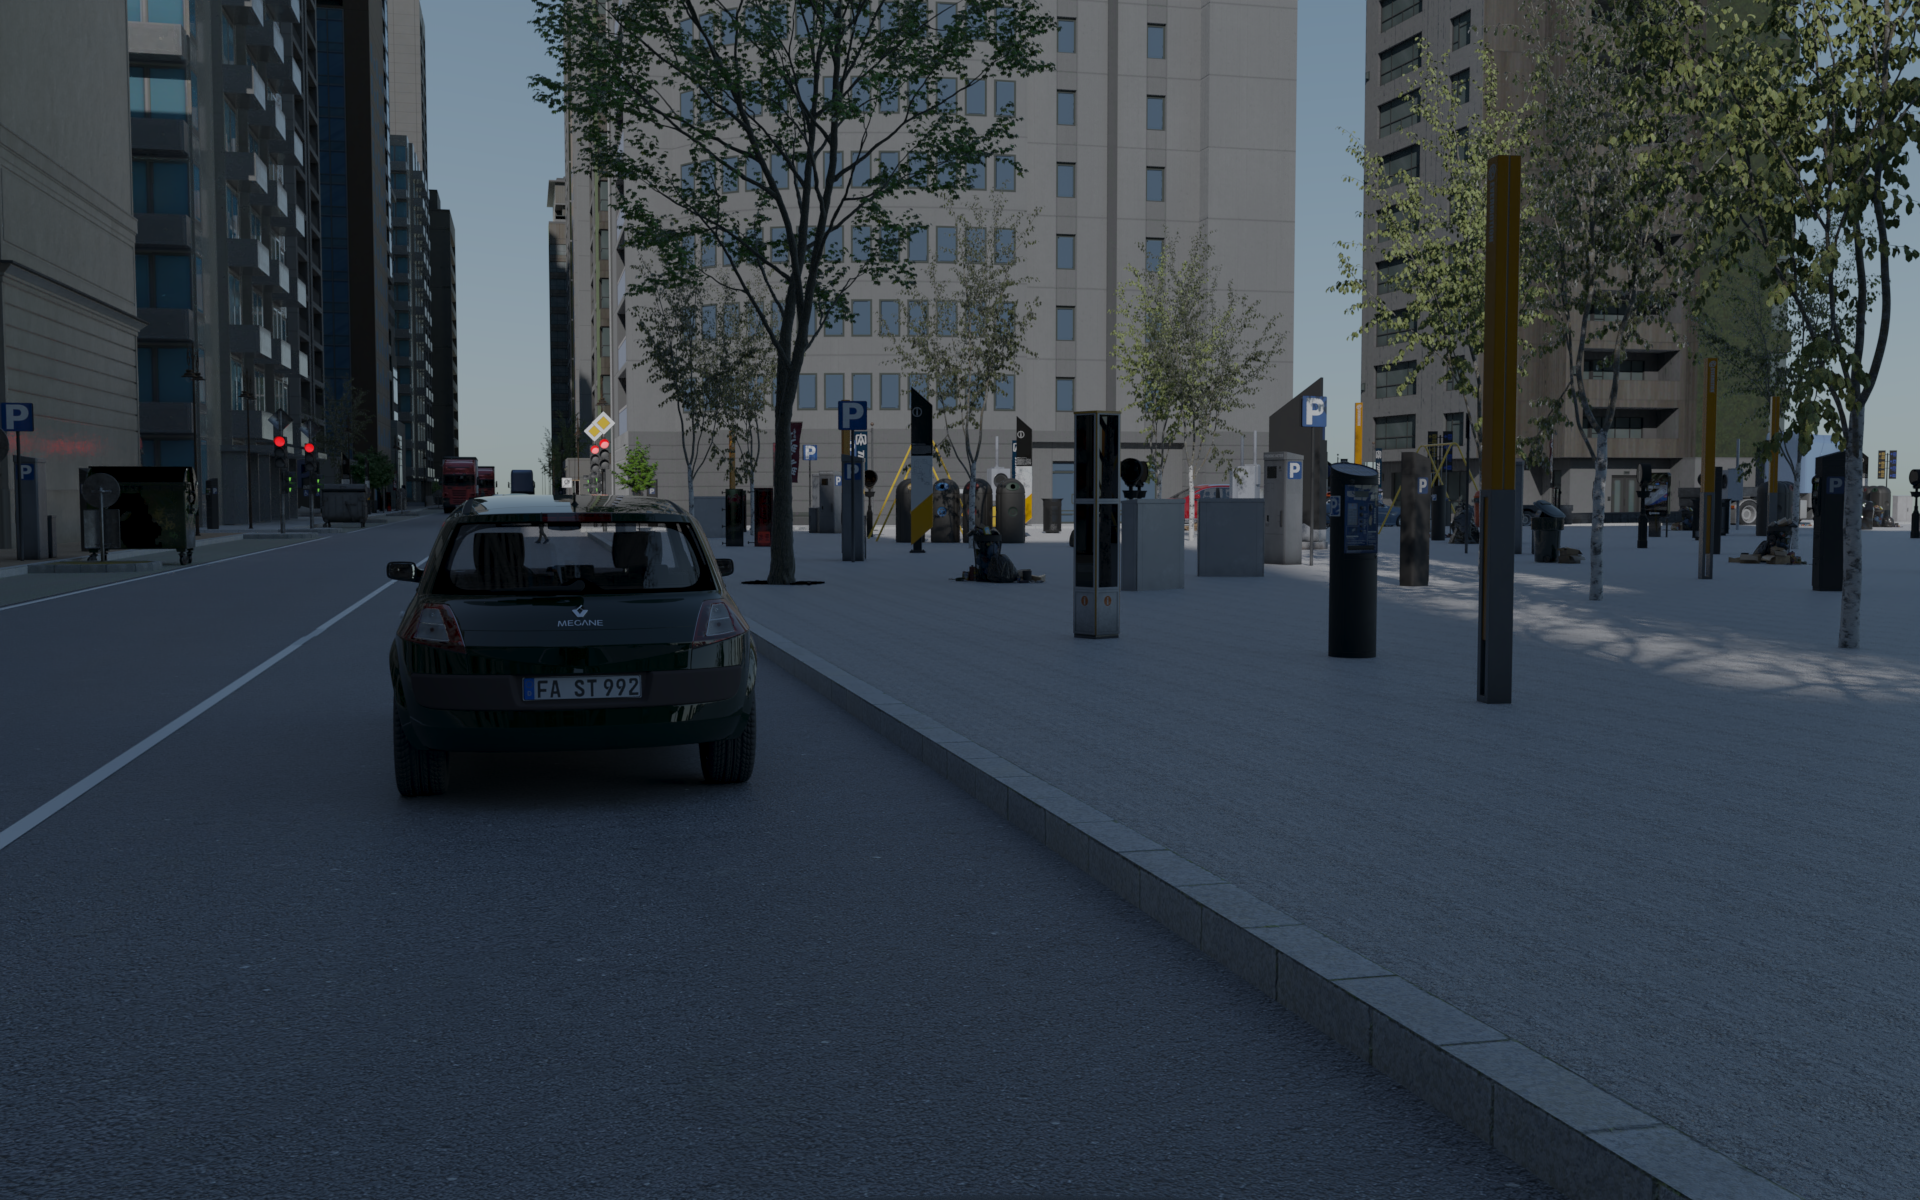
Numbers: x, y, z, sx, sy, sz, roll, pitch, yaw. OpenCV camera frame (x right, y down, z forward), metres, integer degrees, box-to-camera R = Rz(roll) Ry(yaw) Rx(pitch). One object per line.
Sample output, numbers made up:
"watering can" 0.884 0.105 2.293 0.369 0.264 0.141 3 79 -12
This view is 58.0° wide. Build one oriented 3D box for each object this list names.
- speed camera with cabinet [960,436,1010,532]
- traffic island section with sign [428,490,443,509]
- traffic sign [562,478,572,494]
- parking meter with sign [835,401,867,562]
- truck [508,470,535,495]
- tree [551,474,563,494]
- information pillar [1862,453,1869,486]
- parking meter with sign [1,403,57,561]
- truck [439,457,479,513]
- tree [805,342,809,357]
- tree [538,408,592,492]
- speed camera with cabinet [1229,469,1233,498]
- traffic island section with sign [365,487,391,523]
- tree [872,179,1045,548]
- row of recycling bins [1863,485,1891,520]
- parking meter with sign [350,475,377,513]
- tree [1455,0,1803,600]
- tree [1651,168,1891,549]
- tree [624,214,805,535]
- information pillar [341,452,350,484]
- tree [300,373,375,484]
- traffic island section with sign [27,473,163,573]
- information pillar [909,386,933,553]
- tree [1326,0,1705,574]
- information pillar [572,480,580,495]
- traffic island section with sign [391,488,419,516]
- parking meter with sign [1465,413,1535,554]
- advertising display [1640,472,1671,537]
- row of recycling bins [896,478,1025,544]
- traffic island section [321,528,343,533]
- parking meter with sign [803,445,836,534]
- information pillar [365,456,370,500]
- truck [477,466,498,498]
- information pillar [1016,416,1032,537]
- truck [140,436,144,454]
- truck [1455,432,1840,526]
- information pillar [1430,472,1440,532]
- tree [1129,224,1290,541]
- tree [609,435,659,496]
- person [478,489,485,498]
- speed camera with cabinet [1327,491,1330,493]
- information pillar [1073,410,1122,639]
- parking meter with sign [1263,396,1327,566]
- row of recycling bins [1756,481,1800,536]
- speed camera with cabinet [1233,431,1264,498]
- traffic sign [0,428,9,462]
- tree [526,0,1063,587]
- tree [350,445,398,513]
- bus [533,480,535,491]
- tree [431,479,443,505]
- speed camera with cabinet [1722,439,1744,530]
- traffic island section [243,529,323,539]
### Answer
"speed camera with cabinet" 0.661 -3.955 58.996 2.038 3.252 0.660 -1 4 -17
"traffic island section with sign" -48.478 -9.337 161.291 1.989 1.847 2.006 -1 4 -14
"traffic sign" -25.147 -6.651 110.869 0.606 2.300 0.079 -1 4 -11
"parking meter with sign" -2.024 -2.264 33.275 0.543 3.016 1.738 0 4 -1
"truck" -46.621 -11.938 184.941 2.967 4.110 18.799 -1 4 -15
"tree" -35.373 -9.757 154.126 1.663 3.219 1.824 0 3 0
"information pillar" 47.416 -6.094 90.990 0.504 3.616 0.183 1 4 18
"parking meter with sign" -18.164 -2.302 33.896 0.543 3.016 1.738 -1 4 -13
"truck" -38.067 -8.754 132.040 2.839 4.237 11.283 -1 4 -15
"tree" -6.670 -6.309 53.512 4.360 8.622 3.978 0 3 0
"tree" -33.391 -12.068 147.679 4.737 8.622 4.395 0 3 0
"speed camera with cabinet" 10.284 -3.972 59.271 2.038 3.252 0.660 0 4 -3
"traffic island section with sign" -29.589 -4.743 86.176 1.989 1.847 2.006 -1 4 -14
"tree" 0.197 -5.540 40.939 4.360 8.622 3.978 0 3 0
"row of recycling bins" 44.184 -4.721 84.295 1.069 1.692 3.534 0 4 3
"parking meter with sign" -41.005 -7.508 119.019 1.738 3.016 0.543 -1 4 -18
"tree" 7.872 -4.311 20.845 4.360 8.622 3.978 0 3 0
"tree" 19.331 -5.502 40.319 4.360 8.622 3.978 0 3 0
"tree" -7.006 -5.834 45.755 4.360 8.622 3.978 0 3 0
"information pillar" -34.387 -6.457 96.923 0.183 3.616 0.504 2 4 32
"tree" -37.401 -9.412 104.240 4.360 8.622 3.978 0 3 0
"traffic island section with sign" -16.019 -1.442 32.201 1.989 1.847 2.006 -1 4 -14
"information pillar" -0.843 -2.831 37.639 0.504 3.616 0.183 0 4 4
"tree" 8.131 -4.708 27.335 4.737 8.622 4.395 0 3 0
"information pillar" -20.049 -5.257 90.442 0.304 2.012 0.304 -3 5 -42
"traffic island section with sign" -36.239 -6.359 112.599 1.989 1.847 2.006 -1 4 -14
"parking meter with sign" 11.725 -2.497 37.085 1.738 3.016 0.543 1 4 19
"advertising display" 20.734 -2.840 51.643 0.123 1.923 0.974 -2 4 -30
"row of recycling bins" -0.001 -2.355 45.614 3.534 1.692 1.069 1 4 13
"traffic island section" -24.054 -2.567 64.244 2.009 0.180 2.903 -1 4 -14
"parking meter with sign" -4.215 -3.685 56.509 1.738 3.016 0.543 3 4 37
"information pillar" -36.863 -7.117 107.712 0.183 3.616 0.504 -3 5 -40
"truck" -48.307 -11.387 175.083 2.839 4.237 11.283 -1 4 -16
"information pillar" 1.907 -3.696 51.792 0.504 3.616 0.183 1 4 12
"truck" -32.502 -4.187 57.377 11.283 4.237 2.839 -1 4 -12
"truck" 29.866 -5.093 73.027 18.799 4.110 2.967 -1 4 -15
"information pillar" 15.912 -3.282 58.153 0.304 2.012 0.304 0 4 5
"tree" 6.480 -5.917 47.111 4.360 8.622 3.978 0 3 0
"tree" -10.762 -3.836 57.327 1.663 3.219 1.824 0 3 0
"person" -34.077 -7.015 123.363 0.590 1.801 0.661 -1 4 -18
"speed camera with cabinet" 23.353 -6.833 106.053 2.038 3.252 0.660 -2 4 -27
"information pillar" 1.218 -0.668 15.412 0.304 2.012 0.304 -3 4 -39
"parking meter with sign" 5.909 -2.162 31.607 0.543 3.016 1.738 -2 4 -27
"row of recycling bins" 25.452 -2.866 53.965 1.069 1.692 3.534 2 4 33
"speed camera with cabinet" 9.311 -3.699 54.807 0.660 3.252 2.038 2 4 24
"traffic sign" -17.493 -1.899 31.148 0.768 2.556 0.104 -1 4 -8
"tree" -2.361 -6.026 24.274 9.928 11.665 9.643 0 3 0
"tree" -39.338 -8.089 115.967 4.285 4.588 4.351 0 3 0
"bus" -67.919 -17.070 270.648 2.896 3.916 12.252 -1 4 -15
"tree" -65.783 -13.613 217.172 1.663 3.219 1.824 0 3 0
"speed camera with cabinet" 27.731 -4.190 62.849 0.660 3.252 2.038 0 4 2
"traffic island section" -22.106 -2.093 56.499 2.009 0.180 2.903 -1 4 -14
